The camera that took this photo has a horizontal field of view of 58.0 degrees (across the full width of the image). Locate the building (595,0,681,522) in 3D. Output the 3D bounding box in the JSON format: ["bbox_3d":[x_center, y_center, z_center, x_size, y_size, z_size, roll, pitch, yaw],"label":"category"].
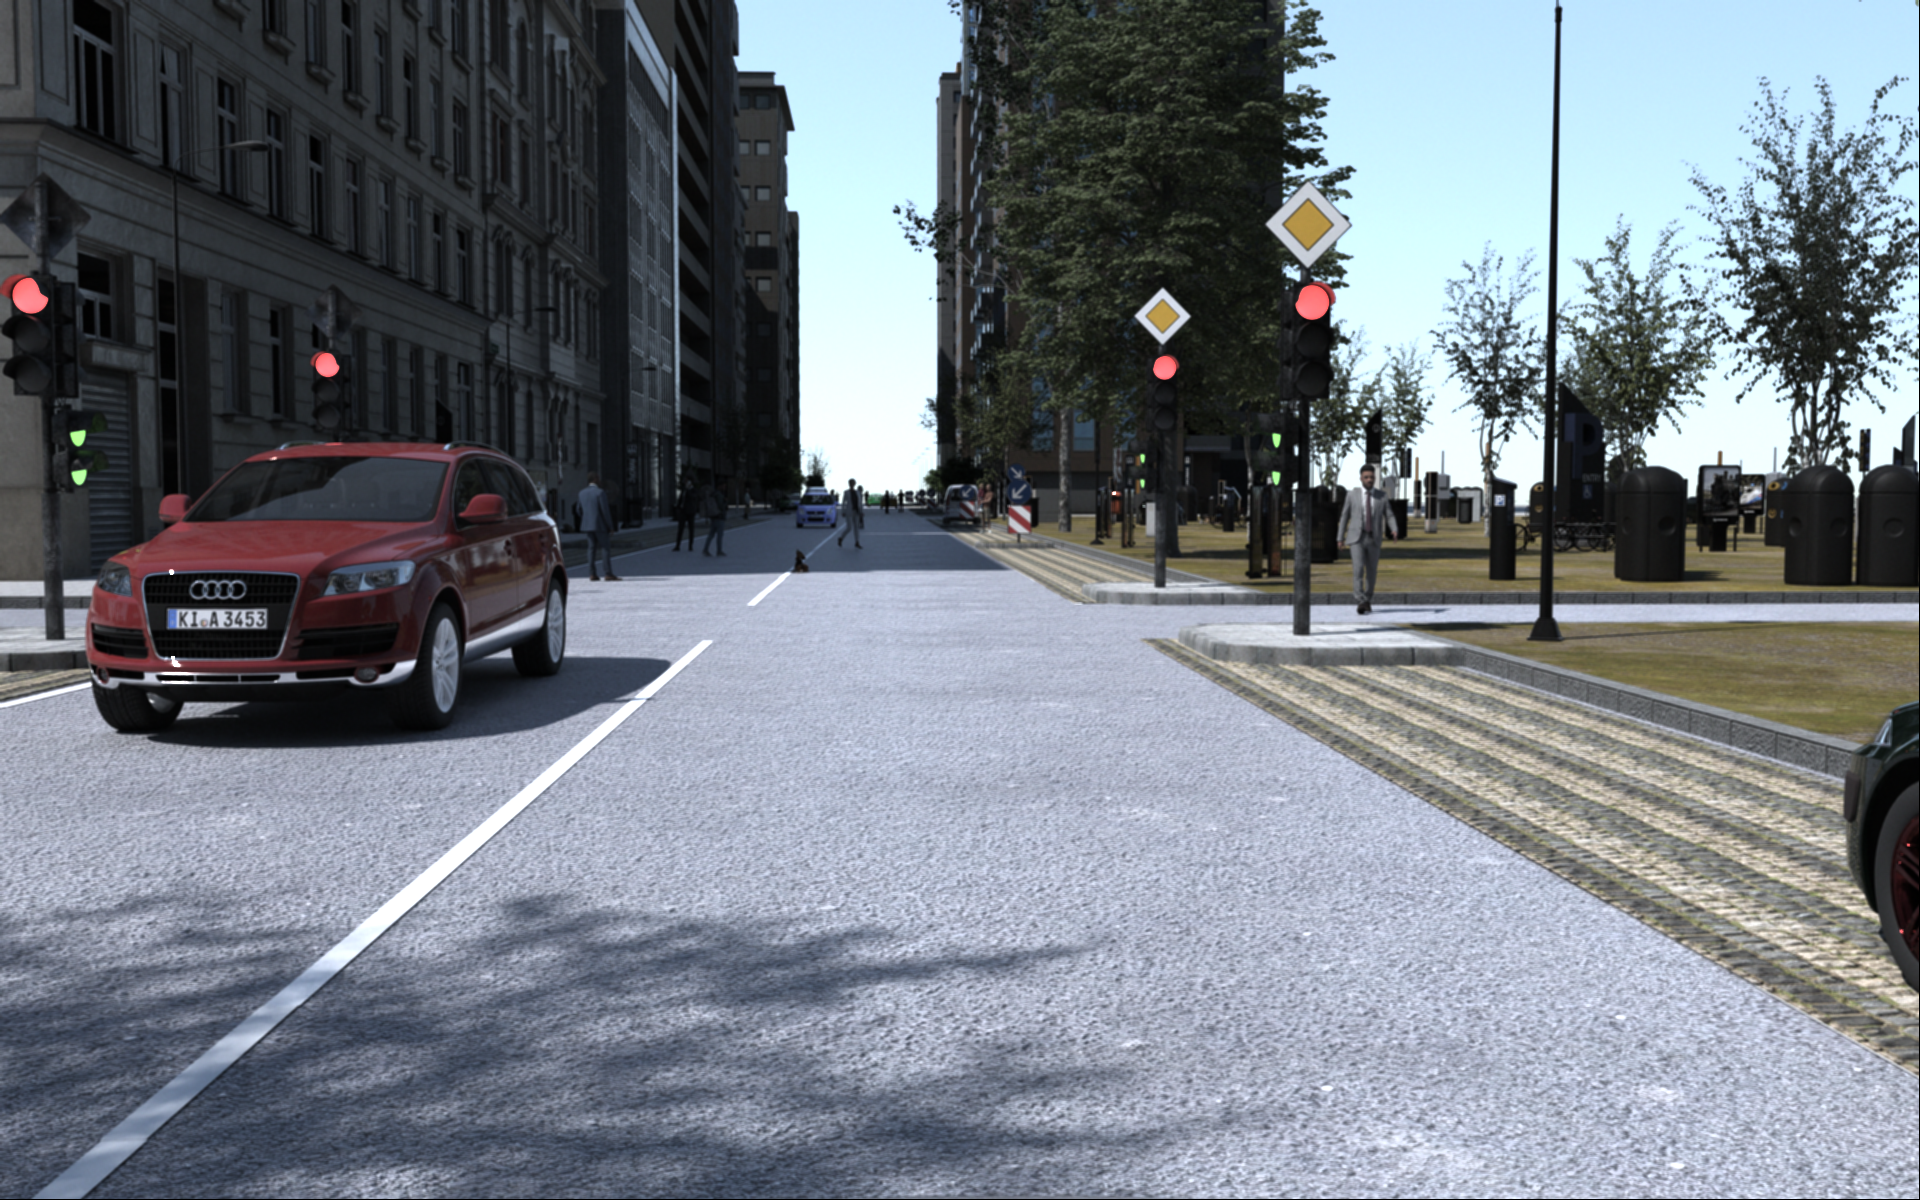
[{"bbox_3d":[-21.444,-16.499,87.774,12.078,24.808,19.932,0,4,-3],"label":"building"}]

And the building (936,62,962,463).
[{"bbox_3d":[7.247,-42.929,243.891,21.231,58.520,28.212,0,4,-3],"label":"building"}]

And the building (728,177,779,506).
[{"bbox_3d":[-36.924,-30.761,194.821,32.217,40.220,23.993,0,4,-3],"label":"building"}]

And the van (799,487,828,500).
[{"bbox_3d":[-8.598,-5.913,103.693,2.013,2.044,4.112,0,4,-4],"label":"van"}]

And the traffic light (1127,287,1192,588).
[{"bbox_3d":[2.726,-2.124,23.643,0.839,4.253,0.868,0,4,-3],"label":"traffic light"}]

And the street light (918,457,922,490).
[{"bbox_3d":[-3.755,-13.763,197.566,1.470,5.913,1.316,0,4,-3],"label":"street light"}]

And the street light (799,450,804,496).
[{"bbox_3d":[-17.133,-12.840,182.478,1.470,5.913,1.316,0,4,-3],"label":"street light"}]

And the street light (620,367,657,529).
[{"bbox_3d":[-11.783,-5.562,63.486,1.470,5.913,1.316,0,4,-3],"label":"street light"}]

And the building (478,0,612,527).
[{"bbox_3d":[-21.700,-17.025,65.752,14.401,28.519,23.554,0,4,-3],"label":"building"}]

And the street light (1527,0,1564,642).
[{"bbox_3d":[4.612,-2.599,15.042,1.470,5.913,1.316,0,4,-3],"label":"street light"}]

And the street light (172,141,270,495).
[{"bbox_3d":[-9.790,-3.083,22.945,1.470,5.913,1.316,0,4,-3],"label":"street light"}]

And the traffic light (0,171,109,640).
[{"bbox_3d":[-7.955,-1.604,15.144,0.839,4.253,0.868,0,4,-3],"label":"traffic light"}]

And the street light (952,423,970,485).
[{"bbox_3d":[0.039,-8.655,114.047,1.470,5.913,1.316,0,4,-3],"label":"street light"}]

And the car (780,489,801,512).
[{"bbox_3d":[-13.371,-7.876,137.569,1.959,1.807,4.718,0,4,-2],"label":"car"}]

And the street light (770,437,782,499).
[{"bbox_3d":[-15.325,-10.317,141.221,1.470,5.913,1.316,0,4,-3],"label":"street light"}]

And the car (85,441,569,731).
[{"bbox_3d":[-4.169,-0.215,12.194,2.281,1.827,5.304,0,4,-1],"label":"car"}]

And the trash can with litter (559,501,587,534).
[{"bbox_3d":[-12.527,-2.764,56.575,0.624,1.170,1.055,3,4,38],"label":"trash can with litter"}]

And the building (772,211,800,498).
[{"bbox_3d":[-29.826,-34.219,243.082,14.154,41.232,14.086,0,4,-3],"label":"building"}]

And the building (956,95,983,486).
[{"bbox_3d":[6.739,-33.107,191.412,14.600,45.320,14.200,0,4,-3],"label":"building"}]

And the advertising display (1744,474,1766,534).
[{"bbox_3d":[25.604,-3.113,56.109,0.123,1.923,0.974,-2,4,-30],"label":"advertising display"}]

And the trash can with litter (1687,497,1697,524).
[{"bbox_3d":[31.205,-3.822,73.871,0.624,1.170,1.055,3,5,39],"label":"trash can with litter"}]

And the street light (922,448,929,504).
[{"bbox_3d":[-2.845,-12.398,175.241,1.470,5.913,1.316,0,4,-3],"label":"street light"}]

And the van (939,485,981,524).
[{"bbox_3d":[0.084,-4.402,78.988,2.013,2.044,4.112,0,4,-2],"label":"van"}]

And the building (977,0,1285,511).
[{"bbox_3d":[12.030,-42.346,130.609,20.563,71.187,20.611,0,4,-3],"label":"building"}]

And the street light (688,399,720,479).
[{"bbox_3d":[-12.660,-6.842,84.412,1.470,5.913,1.316,0,4,-3],"label":"street light"}]

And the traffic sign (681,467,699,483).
[{"bbox_3d":[-12.950,-5.083,83.105,0.884,2.594,0.081,0,4,-1],"label":"traffic sign"}]

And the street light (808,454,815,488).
[{"bbox_3d":[-18.090,-14.071,202.595,1.470,5.913,1.316,0,4,-3],"label":"street light"}]

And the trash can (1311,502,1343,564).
[{"bbox_3d":[6.677,-1.243,31.984,0.748,1.137,0.748,0,3,0],"label":"trash can"}]

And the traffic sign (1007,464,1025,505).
[{"bbox_3d":[2.355,-4.429,72.512,0.768,2.556,0.104,0,4,1],"label":"traffic sign"}]

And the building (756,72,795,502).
[{"bbox_3d":[-35.856,-38.614,220.578,28.713,52.752,27.495,0,4,-3],"label":"building"}]

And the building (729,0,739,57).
[{"bbox_3d":[-32.902,-34.079,146.430,28.713,52.752,27.495,0,4,-3],"label":"building"}]

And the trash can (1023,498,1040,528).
[{"bbox_3d":[2.712,-3.360,66.586,0.748,1.137,0.748,0,3,0],"label":"trash can"}]

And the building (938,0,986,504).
[{"bbox_3d":[8.967,-55.060,212.902,22.319,86.520,31.000,0,4,-3],"label":"building"}]

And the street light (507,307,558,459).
[{"bbox_3d":[-10.656,-4.313,43.066,1.470,5.913,1.316,0,4,-3],"label":"street light"}]

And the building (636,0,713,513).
[{"bbox_3d":[-27.262,-29.598,107.631,21.300,48.544,21.600,0,4,-3],"label":"building"}]

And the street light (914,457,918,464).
[{"bbox_3d":[-4.736,-15.017,218.075,1.470,5.913,1.316,0,4,-3],"label":"street light"}]

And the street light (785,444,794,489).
[{"bbox_3d":[-16.094,-11.548,161.347,1.470,5.913,1.316,0,4,-3],"label":"street light"}]

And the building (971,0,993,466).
[{"bbox_3d":[12.497,-32.883,157.249,23.786,49.044,30.456,0,4,-3],"label":"building"}]

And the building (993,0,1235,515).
[{"bbox_3d":[9.527,-28.366,113.893,14.600,45.320,14.200,0,4,-3],"label":"building"}]

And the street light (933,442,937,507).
[{"bbox_3d":[-1.748,-11.142,154.708,1.470,5.913,1.316,0,4,-3],"label":"street light"}]

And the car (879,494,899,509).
[{"bbox_3d":[-6.901,-9.676,168.418,2.015,1.641,3.980,0,4,-3],"label":"car"}]

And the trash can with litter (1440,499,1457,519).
[{"bbox_3d":[25.458,-4.821,89.887,2.233,1.210,1.678,2,4,30],"label":"trash can with litter"}]

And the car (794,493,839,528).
[{"bbox_3d":[-6.196,-3.990,74.833,1.945,1.707,3.694,0,4,-4],"label":"car"}]

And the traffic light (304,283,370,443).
[{"bbox_3d":[-8.322,-2.092,23.121,0.839,4.253,0.868,0,4,-3],"label":"traffic light"}]

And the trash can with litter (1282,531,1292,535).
[{"bbox_3d":[9.809,-2.633,54.107,1.678,1.210,2.233,1,4,14],"label":"trash can with litter"}]

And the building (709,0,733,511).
[{"bbox_3d":[-24.236,-29.120,126.224,14.600,45.320,14.200,0,4,-3],"label":"building"}]

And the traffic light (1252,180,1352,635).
[{"bbox_3d":[3.094,-1.636,15.667,0.839,4.253,0.868,0,4,-3],"label":"traffic light"}]

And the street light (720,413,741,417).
[{"bbox_3d":[-13.280,-7.760,99.422,1.470,5.913,1.316,0,4,-3],"label":"street light"}]

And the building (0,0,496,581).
[{"bbox_3d":[-21.287,-12.562,38.670,16.112,22.955,30.059,0,4,-3],"label":"building"}]

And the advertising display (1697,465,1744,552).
[{"bbox_3d":[16.846,-2.033,38.446,0.974,1.923,0.123,-1,4,-12],"label":"advertising display"}]

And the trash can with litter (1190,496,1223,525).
[{"bbox_3d":[10.697,-3.797,73.139,1.678,1.210,2.233,-1,4,-14],"label":"trash can with litter"}]

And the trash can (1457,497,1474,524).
[{"bbox_3d":[21.890,-3.877,75.035,0.748,1.137,0.748,0,3,0],"label":"trash can"}]

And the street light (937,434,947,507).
[{"bbox_3d":[-0.841,-9.893,134.289,1.470,5.913,1.316,0,4,-3],"label":"street light"}]

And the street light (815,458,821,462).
[{"bbox_3d":[-19.010,-15.330,223.185,1.470,5.913,1.316,0,4,-3],"label":"street light"}]

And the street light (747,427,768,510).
[{"bbox_3d":[-14.237,-9.061,120.681,1.470,5.913,1.316,0,4,-3],"label":"street light"}]

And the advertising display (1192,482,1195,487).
[{"bbox_3d":[12.692,-5.452,94.349,0.123,1.923,0.974,0,4,5],"label":"advertising display"}]

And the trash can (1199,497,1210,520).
[{"bbox_3d":[12.203,-4.540,85.884,0.748,1.137,0.748,0,3,0],"label":"trash can"}]

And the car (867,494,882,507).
[{"bbox_3d":[-9.249,-11.121,190.625,1.959,1.807,4.718,0,4,-4],"label":"car"}]

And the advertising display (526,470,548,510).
[{"bbox_3d":[-11.375,-2.526,46.513,0.123,1.923,0.974,1,4,18],"label":"advertising display"}]

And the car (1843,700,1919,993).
[{"bbox_3d":[3.602,0.377,3.618,2.009,1.686,4.222,0,4,-2],"label":"car"}]
